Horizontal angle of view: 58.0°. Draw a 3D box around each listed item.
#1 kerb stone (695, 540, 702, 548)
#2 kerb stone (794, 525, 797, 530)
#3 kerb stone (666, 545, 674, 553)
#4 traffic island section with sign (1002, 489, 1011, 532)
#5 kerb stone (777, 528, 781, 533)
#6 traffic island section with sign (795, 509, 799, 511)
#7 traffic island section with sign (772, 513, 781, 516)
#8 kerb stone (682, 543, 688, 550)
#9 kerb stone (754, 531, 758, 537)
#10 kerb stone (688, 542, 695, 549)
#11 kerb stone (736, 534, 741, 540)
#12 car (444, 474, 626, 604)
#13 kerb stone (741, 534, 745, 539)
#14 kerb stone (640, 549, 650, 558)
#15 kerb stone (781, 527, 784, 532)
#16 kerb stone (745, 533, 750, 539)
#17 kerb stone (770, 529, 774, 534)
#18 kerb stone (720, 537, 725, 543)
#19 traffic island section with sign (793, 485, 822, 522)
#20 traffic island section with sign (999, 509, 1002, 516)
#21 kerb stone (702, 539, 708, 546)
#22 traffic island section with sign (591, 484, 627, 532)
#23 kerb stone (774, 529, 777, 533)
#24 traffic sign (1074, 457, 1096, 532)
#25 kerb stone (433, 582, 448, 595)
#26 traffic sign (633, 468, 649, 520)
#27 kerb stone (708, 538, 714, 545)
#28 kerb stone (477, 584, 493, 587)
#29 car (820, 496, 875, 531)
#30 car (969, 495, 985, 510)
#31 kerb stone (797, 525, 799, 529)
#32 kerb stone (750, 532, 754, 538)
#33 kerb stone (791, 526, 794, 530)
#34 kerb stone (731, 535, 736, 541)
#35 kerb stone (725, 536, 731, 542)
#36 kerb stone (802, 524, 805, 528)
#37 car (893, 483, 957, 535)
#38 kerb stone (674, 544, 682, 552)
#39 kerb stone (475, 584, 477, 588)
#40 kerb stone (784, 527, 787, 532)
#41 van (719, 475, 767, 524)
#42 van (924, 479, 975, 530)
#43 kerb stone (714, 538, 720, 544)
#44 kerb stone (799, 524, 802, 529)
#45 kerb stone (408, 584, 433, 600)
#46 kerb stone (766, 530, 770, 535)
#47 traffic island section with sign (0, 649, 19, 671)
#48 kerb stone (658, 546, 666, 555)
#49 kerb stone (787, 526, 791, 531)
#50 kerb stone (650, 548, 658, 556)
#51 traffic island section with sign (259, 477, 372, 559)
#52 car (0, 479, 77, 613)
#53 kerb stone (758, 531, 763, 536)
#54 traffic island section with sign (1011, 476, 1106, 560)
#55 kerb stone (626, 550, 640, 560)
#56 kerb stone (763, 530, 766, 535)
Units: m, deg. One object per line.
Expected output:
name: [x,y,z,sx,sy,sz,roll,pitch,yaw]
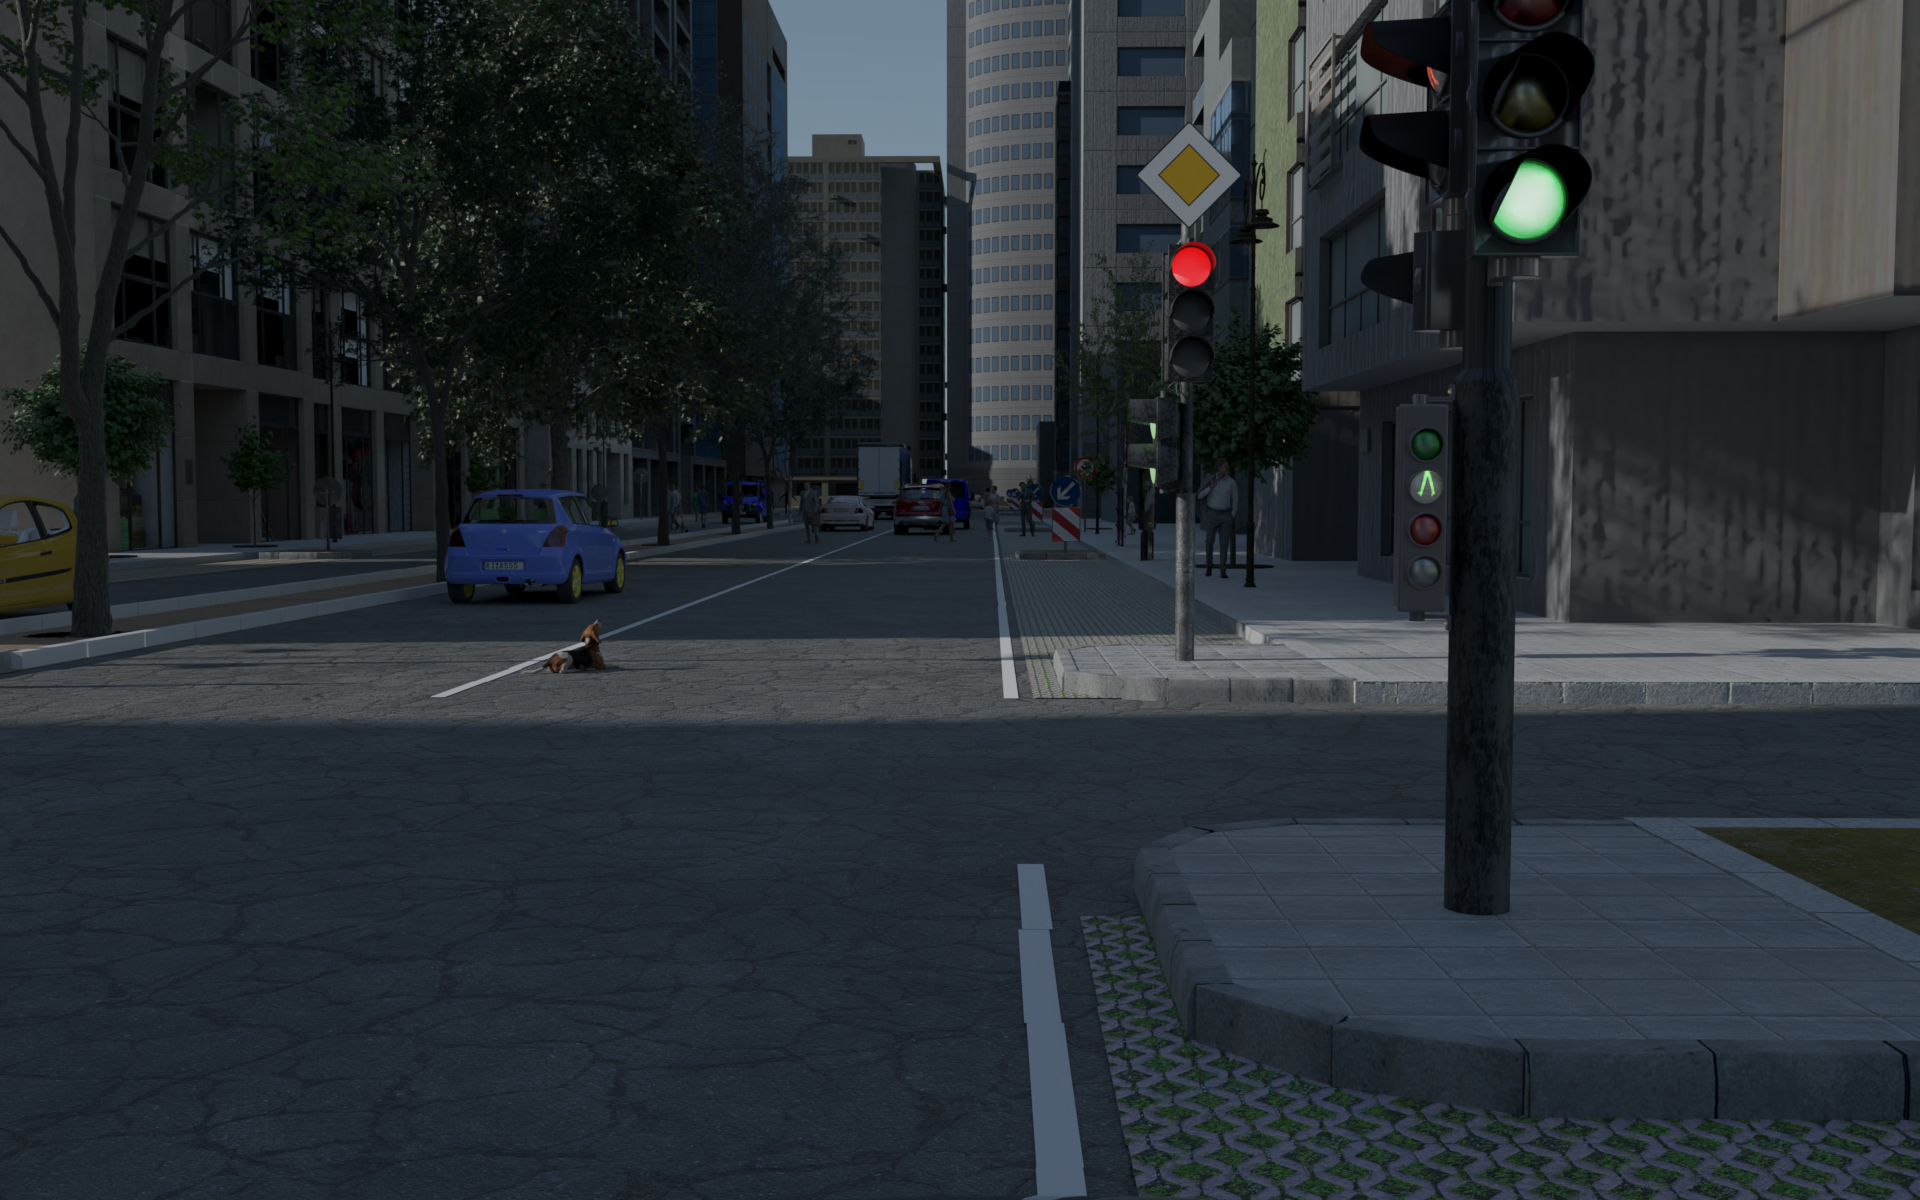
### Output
kerb stone: [-7.110,-1.476,46.350,0.120,0.150,1.000,0,4,1]
kerb stone: [-6.722,-2.858,68.918,0.120,0.150,1.000,0,4,1]
kerb stone: [-7.183,-1.227,42.255,0.120,0.150,1.000,0,4,1]
traffic island section with sign: [2.674,-3.466,65.300,1.989,1.847,2.006,0,4,1]
kerb stone: [-6.819,-2.543,63.785,0.120,0.150,1.000,0,4,1]
traffic island section with sign: [-12.499,-8.219,143.007,1.989,1.847,2.006,0,4,1]
traffic island section with sign: [-12.975,-6.531,115.408,1.989,1.847,2.006,0,4,1]
kerb stone: [-7.159,-1.352,44.303,0.120,0.150,1.000,0,4,1]
kerb stone: [-6.926,-2.167,57.618,0.120,0.150,1.000,0,4,1]
kerb stone: [-7.139,-1.415,45.325,0.120,0.150,1.000,0,4,1]
kerb stone: [-6.993,-1.916,53.525,0.120,0.150,1.000,0,4,1]
car: [-5.783,-0.880,23.982,1.945,1.707,3.694,0,4,2]
kerb stone: [-6.968,-1.975,54.551,0.120,0.150,1.000,0,4,1]
kerb stone: [-7.239,-1.039,39.184,0.120,0.150,1.000,0,4,1]
kerb stone: [-6.794,-2.602,64.814,0.120,0.150,1.000,0,4,1]
kerb stone: [-6.959,-2.041,55.573,0.120,0.150,1.000,0,4,1]
kerb stone: [-6.846,-2.418,61.735,0.120,0.150,1.000,0,4,1]
kerb stone: [-7.051,-1.728,50.451,0.120,0.150,1.000,0,4,1]
traffic island section with sign: [-7.427,-4.906,88.343,2.006,1.907,1.989,0,4,1]
traffic island section with sign: [3.544,-6.513,115.111,1.989,1.847,2.006,0,4,1]
kerb stone: [-7.108,-1.540,47.372,0.120,0.150,1.000,0,4,1]
traffic island section with sign: [-13.834,-3.520,66.177,1.989,1.847,2.006,0,4,1]
kerb stone: [-6.832,-2.481,62.757,0.120,0.150,1.000,0,4,1]
traffic sign: [4.210,-3.556,58.243,0.768,2.556,0.104,0,4,3]
kerb stone: [-7.492,-0.161,24.835,0.120,0.150,1.000,0,4,1]
traffic sign: [-15.525,-5.148,84.268,0.768,2.556,0.104,0,4,2]
kerb stone: [-7.081,-1.603,48.402,0.120,0.150,1.000,0,4,1]
kerb stone: [-7.459,-0.286,26.879,0.120,0.150,1.000,0,4,1]
car: [-4.419,-3.399,67.930,2.083,1.381,4.827,0,4,2]
car: [1.258,-9.052,160.365,2.083,1.381,4.827,0,4,3]
kerb stone: [-6.712,-2.920,69.940,0.120,0.150,1.000,0,4,1]
kerb stone: [-6.932,-2.101,56.596,0.120,0.150,1.000,0,4,1]
kerb stone: [-6.740,-2.791,67.889,0.120,0.150,1.000,0,4,1]
kerb stone: [-7.006,-1.854,52.500,0.120,0.150,1.000,0,4,1]
kerb stone: [-7.020,-1.784,51.473,0.120,0.150,1.000,0,4,1]
kerb stone: [-6.666,-3.037,71.984,0.120,0.150,1.000,0,4,1]
car: [-1.262,-3.294,62.525,2.281,1.827,5.304,0,4,2]
kerb stone: [-7.169,-1.289,43.277,0.120,0.150,1.000,0,4,1]
kerb stone: [-7.466,-0.220,25.857,0.120,0.150,1.000,0,4,1]
kerb stone: [-6.780,-2.669,65.838,0.120,0.150,1.000,0,4,1]
van: [-10.501,-4.934,85.051,2.240,2.365,5.245,0,3,0]
van: [-0.517,-4.115,71.658,2.240,2.365,5.245,0,4,1]
kerb stone: [-7.062,-1.666,49.427,0.120,0.150,1.000,0,4,1]
kerb stone: [-6.684,-2.983,70.962,0.120,0.150,1.000,0,4,1]
kerb stone: [-7.507,-0.095,23.811,0.120,0.150,1.000,0,4,1]
kerb stone: [-6.864,-2.345,60.696,0.120,0.150,1.000,0,4,1]
traffic island section with sign: [-8.731,-0.311,13.216,2.006,1.907,1.989,0,4,1]
kerb stone: [-7.205,-1.163,41.233,0.120,0.150,1.000,0,4,1]
kerb stone: [-6.755,-2.731,66.860,0.120,0.150,1.000,0,4,1]
kerb stone: [-7.229,-1.102,40.209,0.120,0.150,1.000,0,4,1]
traffic island section with sign: [-14.317,-1.842,38.743,1.989,1.847,2.006,0,4,1]
car: [-11.054,-0.537,19.012,2.015,1.641,3.980,0,4,0]
kerb stone: [-6.890,-2.229,58.645,0.120,0.150,1.000,0,4,1]
traffic island section with sign: [2.201,-1.818,38.349,1.989,1.847,2.006,0,4,1]
kerb stone: [-7.261,-0.977,38.162,0.120,0.150,1.000,0,4,1]
kerb stone: [-6.895,-2.292,59.667,0.120,0.150,1.000,0,4,1]
